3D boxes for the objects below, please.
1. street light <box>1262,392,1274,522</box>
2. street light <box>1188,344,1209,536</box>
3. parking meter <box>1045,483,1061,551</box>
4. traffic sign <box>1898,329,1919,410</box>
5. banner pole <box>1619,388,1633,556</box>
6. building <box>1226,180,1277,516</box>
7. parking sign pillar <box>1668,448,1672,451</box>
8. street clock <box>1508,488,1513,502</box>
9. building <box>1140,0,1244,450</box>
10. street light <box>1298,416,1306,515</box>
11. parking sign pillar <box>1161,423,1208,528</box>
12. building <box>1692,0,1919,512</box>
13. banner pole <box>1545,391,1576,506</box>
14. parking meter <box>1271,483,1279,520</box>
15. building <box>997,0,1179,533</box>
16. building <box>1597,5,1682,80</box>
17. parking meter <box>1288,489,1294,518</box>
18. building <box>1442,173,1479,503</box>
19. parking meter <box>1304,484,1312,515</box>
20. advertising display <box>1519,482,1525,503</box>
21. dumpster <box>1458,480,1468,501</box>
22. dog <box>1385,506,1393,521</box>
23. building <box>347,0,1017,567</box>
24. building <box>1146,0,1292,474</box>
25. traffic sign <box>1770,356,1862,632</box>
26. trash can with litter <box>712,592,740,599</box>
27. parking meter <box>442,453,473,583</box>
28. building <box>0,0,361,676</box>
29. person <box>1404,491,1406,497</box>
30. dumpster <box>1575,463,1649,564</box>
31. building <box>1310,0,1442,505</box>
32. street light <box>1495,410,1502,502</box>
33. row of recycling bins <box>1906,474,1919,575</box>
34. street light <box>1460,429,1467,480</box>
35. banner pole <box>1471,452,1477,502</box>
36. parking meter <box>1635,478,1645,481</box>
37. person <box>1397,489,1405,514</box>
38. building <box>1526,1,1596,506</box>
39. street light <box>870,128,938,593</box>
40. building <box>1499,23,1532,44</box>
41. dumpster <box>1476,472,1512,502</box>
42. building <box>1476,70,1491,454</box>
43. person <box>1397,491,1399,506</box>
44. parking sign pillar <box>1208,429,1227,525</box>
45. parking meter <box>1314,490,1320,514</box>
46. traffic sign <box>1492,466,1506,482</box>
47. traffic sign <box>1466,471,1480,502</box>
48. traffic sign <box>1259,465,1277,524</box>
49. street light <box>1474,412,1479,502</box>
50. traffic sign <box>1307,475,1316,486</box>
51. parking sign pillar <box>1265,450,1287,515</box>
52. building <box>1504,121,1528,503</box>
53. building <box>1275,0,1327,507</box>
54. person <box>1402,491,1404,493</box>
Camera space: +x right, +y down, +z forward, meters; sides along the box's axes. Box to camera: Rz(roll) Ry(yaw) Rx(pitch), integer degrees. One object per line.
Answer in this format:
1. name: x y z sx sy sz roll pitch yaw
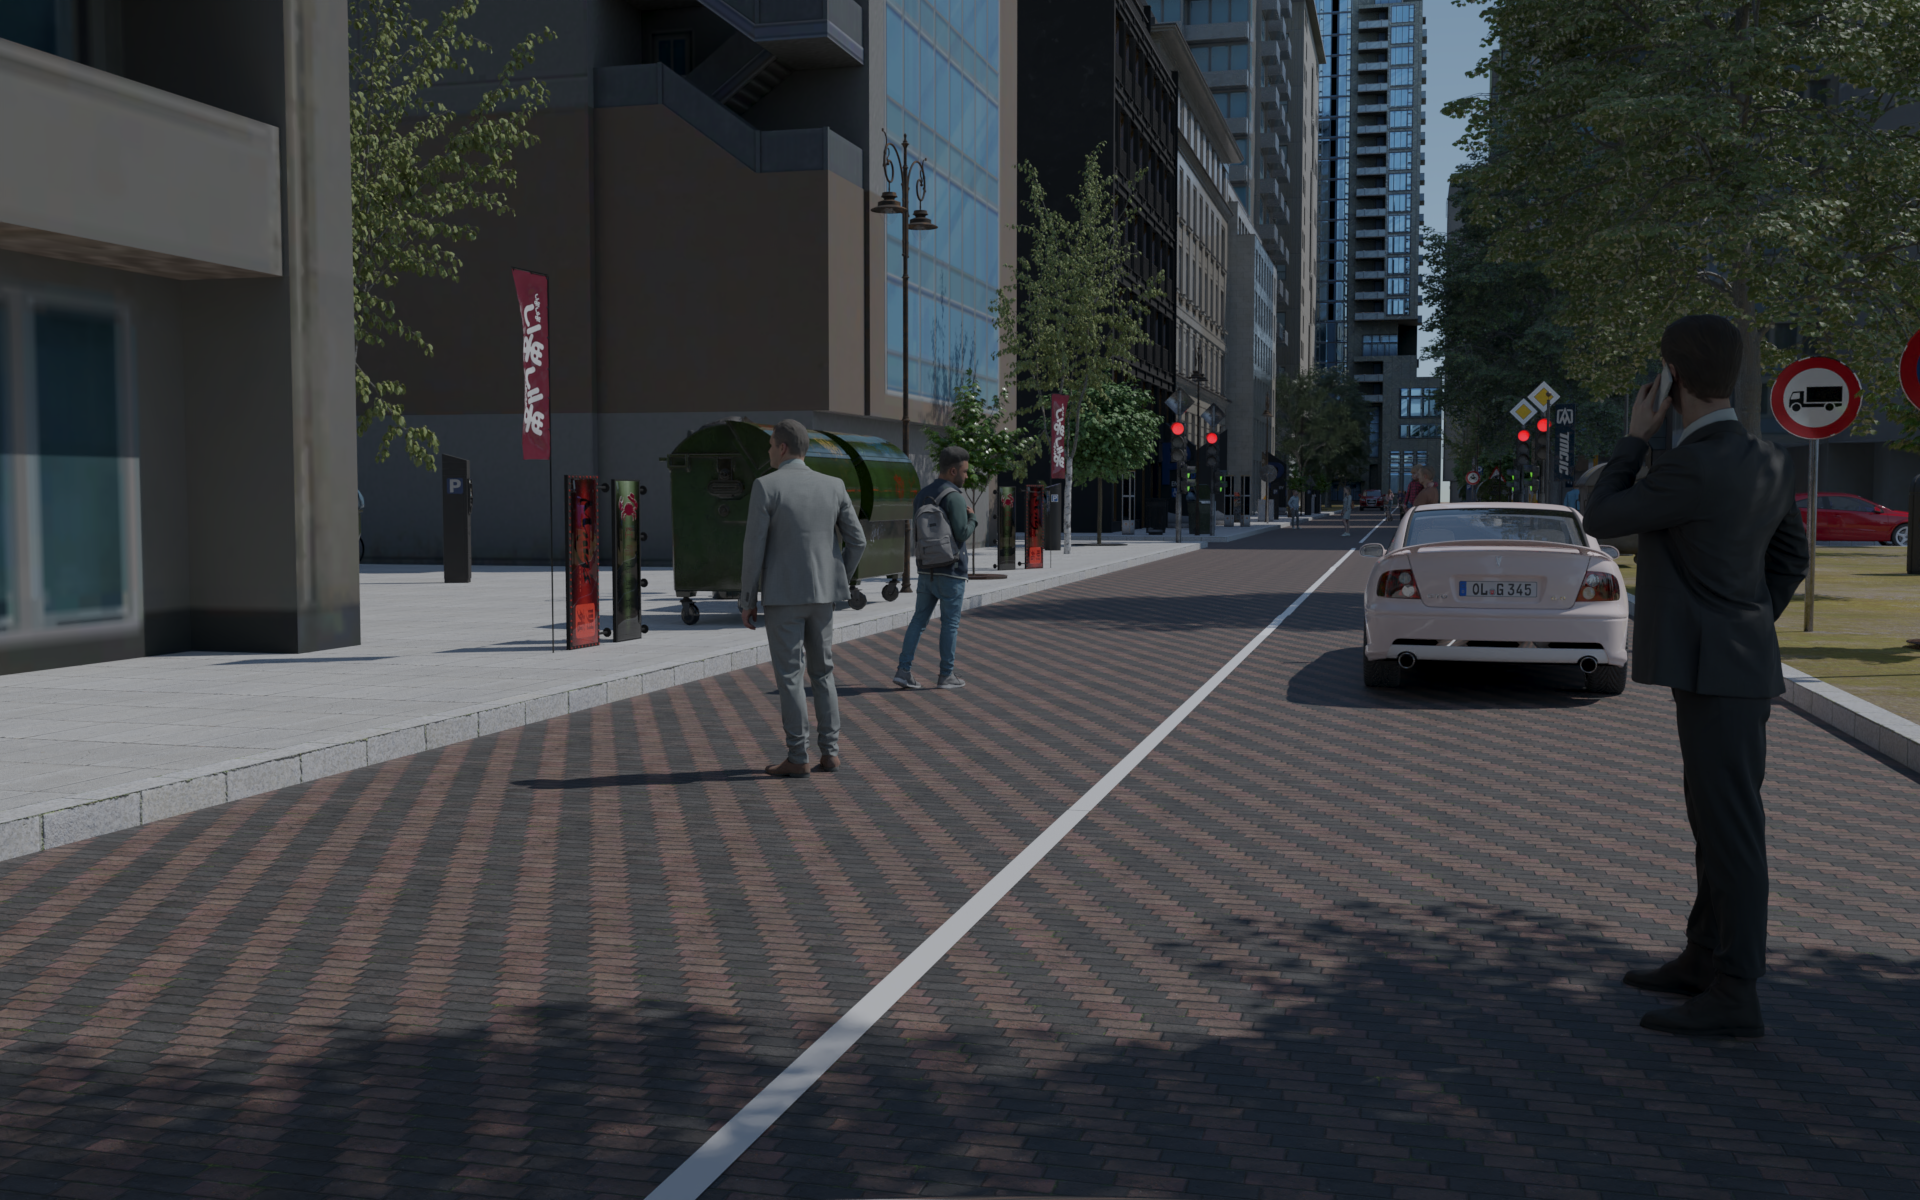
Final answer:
1. street light: 13.873 -6.451 78.268 0.468 5.910 1.993 1 4 15
2. street light: 7.349 -4.935 53.472 0.468 5.910 1.993 1 4 15
3. parking meter: 2.111 -1.894 39.375 0.372 1.533 0.369 0 3 0
4. traffic sign: 7.056 -0.745 12.287 0.768 2.556 0.104 1 4 21
5. banner pole: 13.884 -2.820 36.124 0.401 3.779 0.863 2 4 24
6. building: 14.318 -15.669 110.945 10.420 20.320 16.860 1 4 15
7. parking sign pillar: 34.158 -5.767 82.767 1.447 3.967 1.447 -3 5 -44
8. street clock: 30.622 -5.622 96.486 0.358 2.002 0.471 1 4 9
9. building: 4.914 -15.613 88.552 16.112 22.955 30.059 1 4 15
10. street light: 20.287 -7.954 102.838 0.468 5.910 1.993 1 4 15
11. parking sign pillar: 8.254 -4.705 65.394 1.447 3.967 1.447 3 5 39
12. building: 39.345 -22.579 61.045 23.993 40.220 32.217 1 4 15
13. banner pole: 14.579 -3.197 42.286 0.863 3.779 0.401 1 4 19
14. parking meter: 15.722 -4.940 86.473 0.399 1.863 0.255 0 4 8
15. building: 1.013 -14.411 65.297 12.332 23.373 15.834 1 4 15
16. building: 39.774 -19.402 88.920 14.160 30.474 14.107 1 4 15
17. parking meter: 17.960 -5.230 93.922 0.372 1.533 0.369 0 3 0
18. building: 66.663 -32.327 212.142 14.086 41.232 14.154 1 4 15
19. parking meter: 21.050 -6.054 104.701 0.399 1.863 0.255 -1 4 -17
20. advertising display: 26.294 -4.640 81.080 0.123 1.923 0.974 2 4 28
21. dumpster: 32.472 -6.581 110.094 1.502 2.255 1.985 1 4 14
22. dog: 22.639 -4.574 91.621 0.513 0.831 0.800 2 4 27
23. building: -7.213 -23.654 36.858 14.200 45.320 14.600 1 4 15
24. building: 15.514 -32.062 143.817 23.786 49.044 30.456 1 4 15
25. traffic sign: 7.918 -0.977 16.084 0.768 2.556 0.104 1 4 21
26. trash can with litter: -2.886 -0.614 21.424 0.624 1.170 1.055 0 4 -6
27. parking meter: -7.249 -1.180 25.010 0.399 1.863 0.255 0 4 -7
28. building: -18.038 -23.368 5.762 21.300 48.544 21.600 1 4 15
29. person: 44.143 -9.941 171.713 1.217 1.739 0.721 1 4 19
30. dumpster: 11.708 -1.538 30.902 1.264 1.857 1.865 1 4 15
31. building: 45.710 -55.535 220.668 31.000 86.520 22.319 1 4 15
32. street light: 22.628 -6.099 72.509 0.468 5.910 1.993 1 4 15
33. row of recycling bins: 16.968 -1.269 27.866 3.534 1.692 1.069 -1 4 -12
34. street light: 35.806 -9.195 123.133 0.468 5.910 1.993 1 4 15
35. banner pole: 30.465 -6.887 102.627 0.401 3.779 0.863 0 4 -6
36. parking meter: 16.526 -2.224 42.072 0.255 1.863 0.399 1 4 17
37. person: 32.132 -7.170 126.179 0.683 1.767 0.568 2 4 34
38. building: 43.914 -28.142 110.240 14.600 45.320 14.200 1 4 15
39. street light: -0.702 -3.033 22.373 0.468 5.910 1.993 1 4 15
40. building: 52.863 -28.379 147.583 14.154 41.232 14.086 1 4 15
41. dumpster: 24.143 -4.640 78.364 1.502 2.255 1.985 1 4 15
42. building: 56.209 -29.214 161.241 14.154 41.232 14.086 1 4 15
43. person: 47.993 -11.016 189.280 0.621 1.740 0.551 -3 4 -37
44. parking sign pillar: 10.371 -5.089 71.683 1.447 3.967 1.447 0 4 -4
45. parking meter: 23.245 -6.379 112.706 0.372 1.533 0.369 0 3 0
46. traffic sign: 24.936 -4.927 80.567 0.884 2.594 0.081 1 4 16
47. traffic sign: 27.917 -5.761 94.294 0.768 2.556 0.104 1 4 16
48. traffic sign: 13.340 -4.584 75.048 0.768 2.556 0.104 1 4 17
49. street light: 29.278 -7.656 97.971 0.468 5.910 1.993 1 4 15
50. traffic sign: 23.255 -7.048 115.236 0.884 2.594 0.081 1 4 23
51. parking sign pillar: 19.248 -7.166 105.632 1.447 3.967 1.447 1 4 18
52. building: 49.536 -22.161 134.040 14.160 30.474 14.107 1 4 15
53. building: 24.376 -36.508 186.150 27.495 52.752 28.713 1 4 15
54. person: 48.899 -11.152 190.923 0.705 1.812 1.348 0 4 -6
